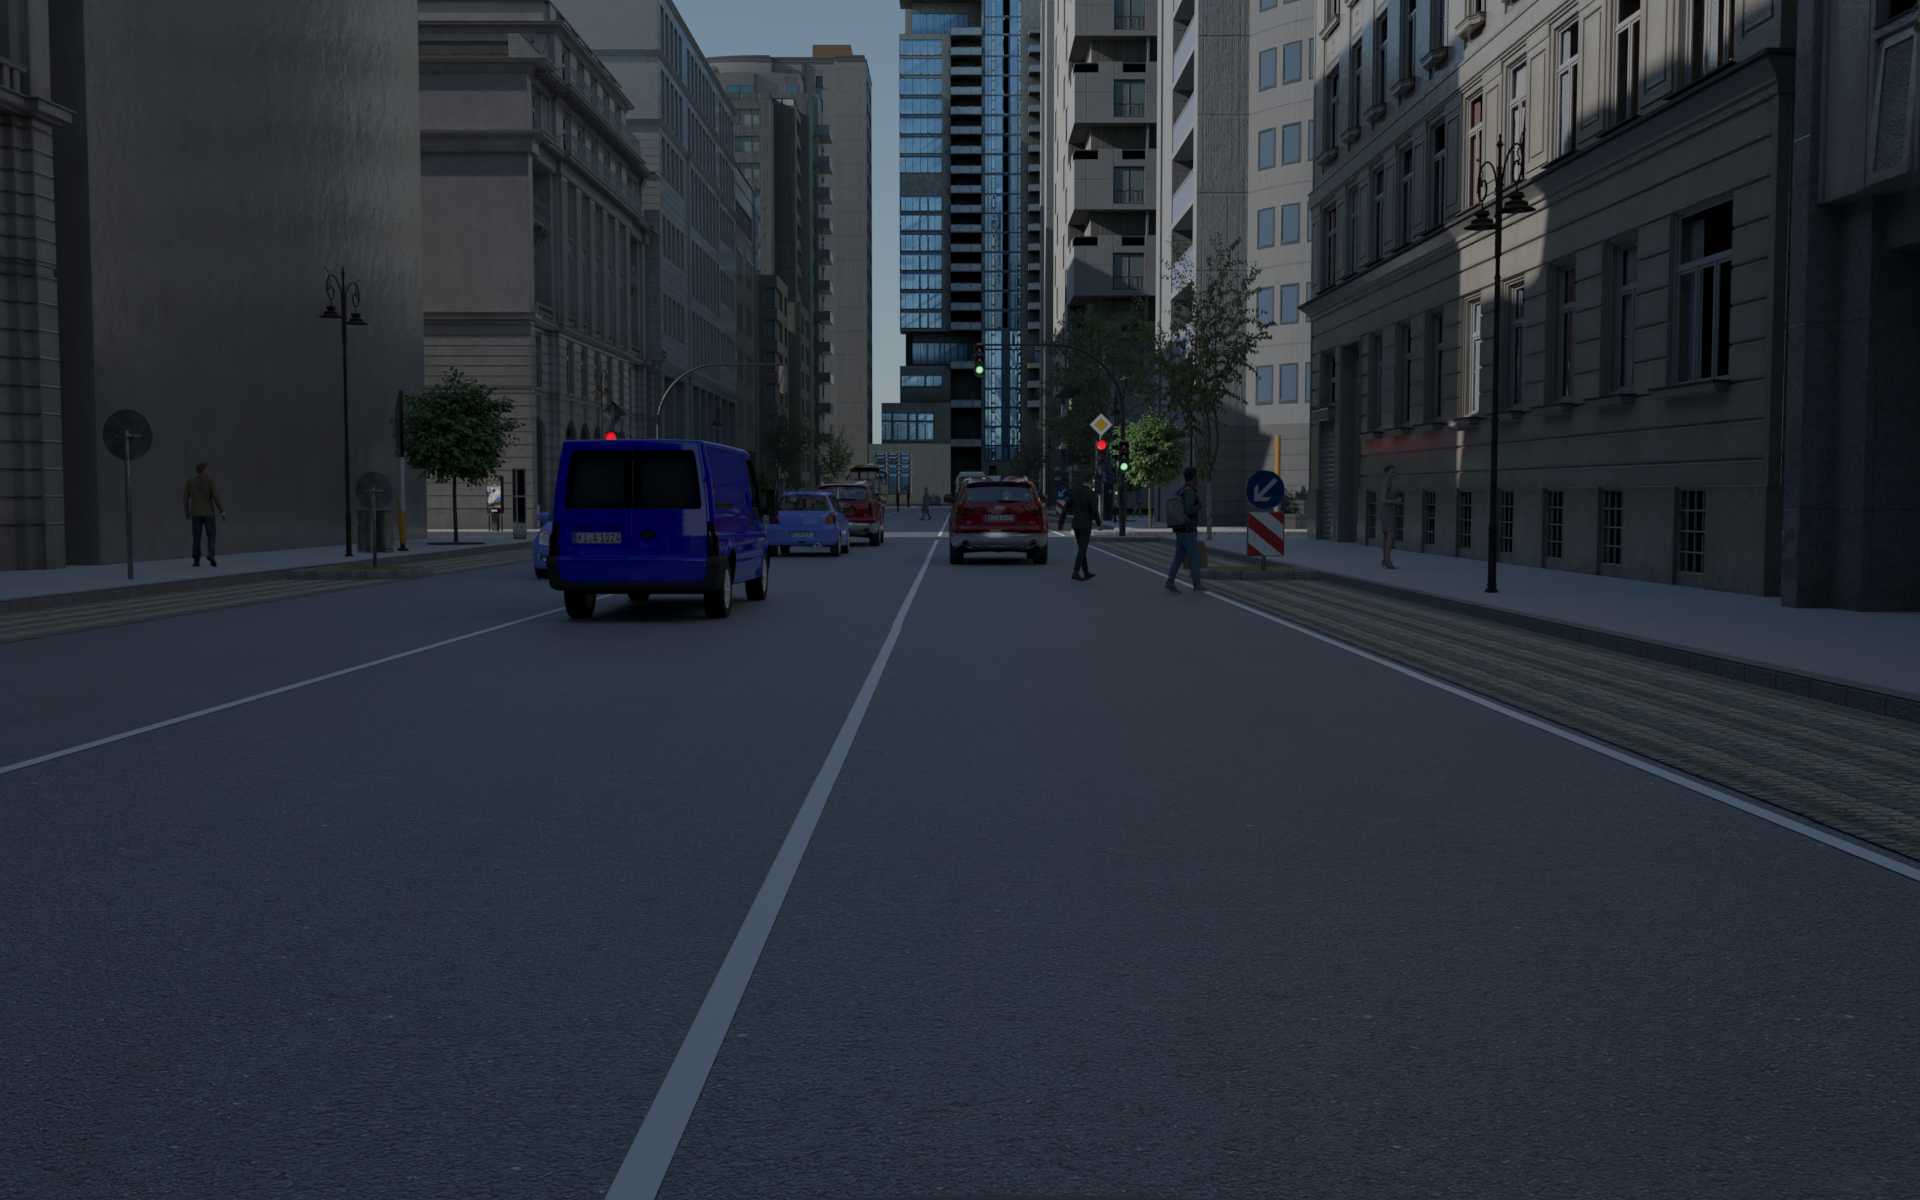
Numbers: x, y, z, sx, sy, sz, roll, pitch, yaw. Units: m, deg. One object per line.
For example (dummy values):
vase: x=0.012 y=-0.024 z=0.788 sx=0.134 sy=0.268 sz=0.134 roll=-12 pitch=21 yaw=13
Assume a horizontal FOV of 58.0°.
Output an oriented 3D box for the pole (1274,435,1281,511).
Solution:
pole: x=10.992 y=-4.044 z=59.967 sx=0.158 sy=3.312 sz=0.155 roll=0 pitch=3 yaw=0

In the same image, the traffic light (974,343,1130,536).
traffic light: x=2.804 y=-4.746 z=52.271 sx=4.771 sy=5.953 sz=1.251 roll=0 pitch=3 yaw=0

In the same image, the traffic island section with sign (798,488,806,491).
traffic island section with sign: x=-10.214 y=-6.340 z=112.292 sx=1.989 sy=1.847 sz=2.006 roll=0 pitch=3 yaw=0

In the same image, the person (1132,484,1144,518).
person: x=9.735 y=-5.425 z=94.764 sx=0.654 sy=1.822 sz=0.581 roll=2 pitch=4 yaw=23

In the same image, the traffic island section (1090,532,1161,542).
traffic island section: x=4.936 y=-1.850 z=52.527 sx=2.009 sy=0.180 sz=2.903 roll=0 pitch=3 yaw=0

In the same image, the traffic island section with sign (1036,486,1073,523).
traffic island section with sign: x=4.916 y=-4.738 z=86.101 sx=1.989 sy=1.847 sz=2.006 roll=0 pitch=3 yaw=0

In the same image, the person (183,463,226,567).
person: x=-13.336 y=-1.507 z=30.593 sx=0.656 sy=1.842 sz=0.836 roll=-3 pitch=5 yaw=-39

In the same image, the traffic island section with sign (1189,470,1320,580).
traffic island section with sign: x=4.957 y=-1.278 z=29.520 sx=1.989 sy=1.847 sz=2.006 roll=0 pitch=3 yaw=0

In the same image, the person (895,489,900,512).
person: x=-5.048 y=-8.009 z=139.579 sx=0.705 sy=1.807 sz=1.348 roll=0 pitch=4 yaw=-2

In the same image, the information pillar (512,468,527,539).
information pillar: x=-12.563 y=-2.746 z=49.382 sx=0.304 sy=2.012 sz=0.304 roll=-3 pitch=4 yaw=-36

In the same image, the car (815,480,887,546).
car: x=-3.224 y=-2.483 z=49.271 sx=2.281 sy=1.827 sz=5.304 roll=0 pitch=4 yaw=-1

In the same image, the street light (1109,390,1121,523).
street light: x=6.939 y=-6.397 z=77.384 sx=0.468 sy=5.910 sz=1.993 roll=0 pitch=3 yaw=0

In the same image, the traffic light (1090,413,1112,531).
traffic light: x=4.892 y=-4.372 z=60.398 sx=0.839 sy=4.253 sz=0.868 roll=0 pitch=3 yaw=0

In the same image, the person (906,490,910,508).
person: x=-5.428 y=-10.562 z=180.824 sx=0.705 sy=1.869 sz=1.348 roll=0 pitch=4 yaw=3

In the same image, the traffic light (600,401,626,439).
traffic light: x=-10.465 y=-3.882 z=52.389 sx=0.839 sy=4.253 sz=0.868 roll=0 pitch=3 yaw=0

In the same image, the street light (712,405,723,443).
street light: x=-12.526 y=-7.144 z=89.595 sx=0.468 sy=5.910 sz=1.993 roll=0 pitch=3 yaw=0

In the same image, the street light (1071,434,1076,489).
street light: x=6.932 y=-8.165 z=106.289 sx=0.468 sy=5.910 sz=1.993 roll=0 pitch=3 yaw=0

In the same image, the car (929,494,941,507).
car: x=-3.098 y=-11.471 z=199.553 sx=2.014 sy=1.417 sz=4.499 roll=0 pitch=4 yaw=0

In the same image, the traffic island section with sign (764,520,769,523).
traffic island section with sign: x=-10.188 y=-4.678 z=85.112 sx=1.989 sy=1.847 sz=2.006 roll=0 pitch=3 yaw=0

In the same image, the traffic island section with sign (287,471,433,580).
traffic island section with sign: x=-10.173 y=-1.287 z=29.663 sx=1.989 sy=1.847 sz=2.006 roll=0 pitch=3 yaw=0

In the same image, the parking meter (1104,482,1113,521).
parking meter: x=7.128 y=-4.730 z=83.052 sx=0.399 sy=1.863 sz=0.255 roll=-3 pitch=5 yaw=-39

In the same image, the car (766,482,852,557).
car: x=-3.545 y=-1.914 z=40.878 sx=1.945 sy=1.707 sz=3.694 roll=0 pitch=4 yaw=1

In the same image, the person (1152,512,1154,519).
person: x=10.220 y=-5.075 z=89.120 sx=0.778 sy=1.811 sz=0.616 roll=-2 pitch=4 yaw=-33

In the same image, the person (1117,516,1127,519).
person: x=8.462 y=-4.912 z=90.619 sx=0.640 sy=1.303 sz=0.475 roll=2 pitch=4 yaw=29

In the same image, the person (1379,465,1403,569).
person: x=7.412 y=-1.433 z=29.806 sx=0.374 sy=1.781 sz=0.599 roll=1 pitch=4 yaw=22

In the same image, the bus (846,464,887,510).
bus: x=-7.625 y=-9.354 z=144.492 sx=2.896 sy=3.916 sz=12.252 roll=0 pitch=4 yaw=0

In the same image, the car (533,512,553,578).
car: x=-6.420 y=-1.289 z=30.666 sx=1.945 sy=1.707 sz=3.694 roll=0 pitch=4 yaw=-2

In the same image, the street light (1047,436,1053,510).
street light: x=6.961 y=-9.933 z=135.195 sx=0.468 sy=5.910 sz=1.993 roll=0 pitch=3 yaw=0

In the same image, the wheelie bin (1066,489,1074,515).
wheelie bin: x=6.846 y=-5.893 z=104.253 sx=0.980 sy=1.594 sz=0.693 roll=0 pitch=4 yaw=7

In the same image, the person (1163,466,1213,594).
person: x=3.255 y=-0.993 z=24.723 sx=0.713 sy=1.824 sz=0.794 roll=0 pitch=4 yaw=7

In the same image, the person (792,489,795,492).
person: x=-10.485 y=-6.166 z=109.804 sx=0.515 sy=1.767 sz=0.782 roll=2 pitch=4 yaw=28

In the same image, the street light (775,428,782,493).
street light: x=-12.502 y=-8.947 z=119.078 sx=0.468 sy=5.910 sz=1.993 roll=0 pitch=3 yaw=0

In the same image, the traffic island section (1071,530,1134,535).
traffic island section: x=4.932 y=-2.338 z=60.512 sx=2.009 sy=0.180 sz=2.903 roll=0 pitch=3 yaw=0

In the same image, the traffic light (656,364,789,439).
traffic light: x=-8.378 y=-5.244 z=60.410 sx=4.771 sy=5.953 sz=1.251 roll=0 pitch=3 yaw=0

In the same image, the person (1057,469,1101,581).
person: x=2.081 y=-1.251 z=28.727 sx=0.755 sy=1.850 sz=0.659 roll=-3 pitch=5 yaw=-44

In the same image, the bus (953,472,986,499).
bus: x=0.926 y=-9.498 z=150.155 sx=2.948 sy=3.499 sz=13.247 roll=0 pitch=4 yaw=-1

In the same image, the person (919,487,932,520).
person: x=-1.908 y=-5.295 z=95.175 sx=0.767 sy=1.812 sz=0.694 roll=0 pitch=4 yaw=-6

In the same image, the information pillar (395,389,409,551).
information pillar: x=-12.612 y=-2.916 z=39.038 sx=0.183 sy=3.616 sz=0.504 roll=-2 pitch=4 yaw=-29

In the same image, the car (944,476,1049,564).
car: x=0.784 y=-1.732 z=36.994 sx=2.281 sy=1.827 sz=5.304 roll=0 pitch=3 yaw=0

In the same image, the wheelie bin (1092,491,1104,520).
wheelie bin: x=6.771 y=-4.737 z=85.353 sx=0.693 sy=1.594 sz=0.980 roll=-1 pitch=4 yaw=-20
